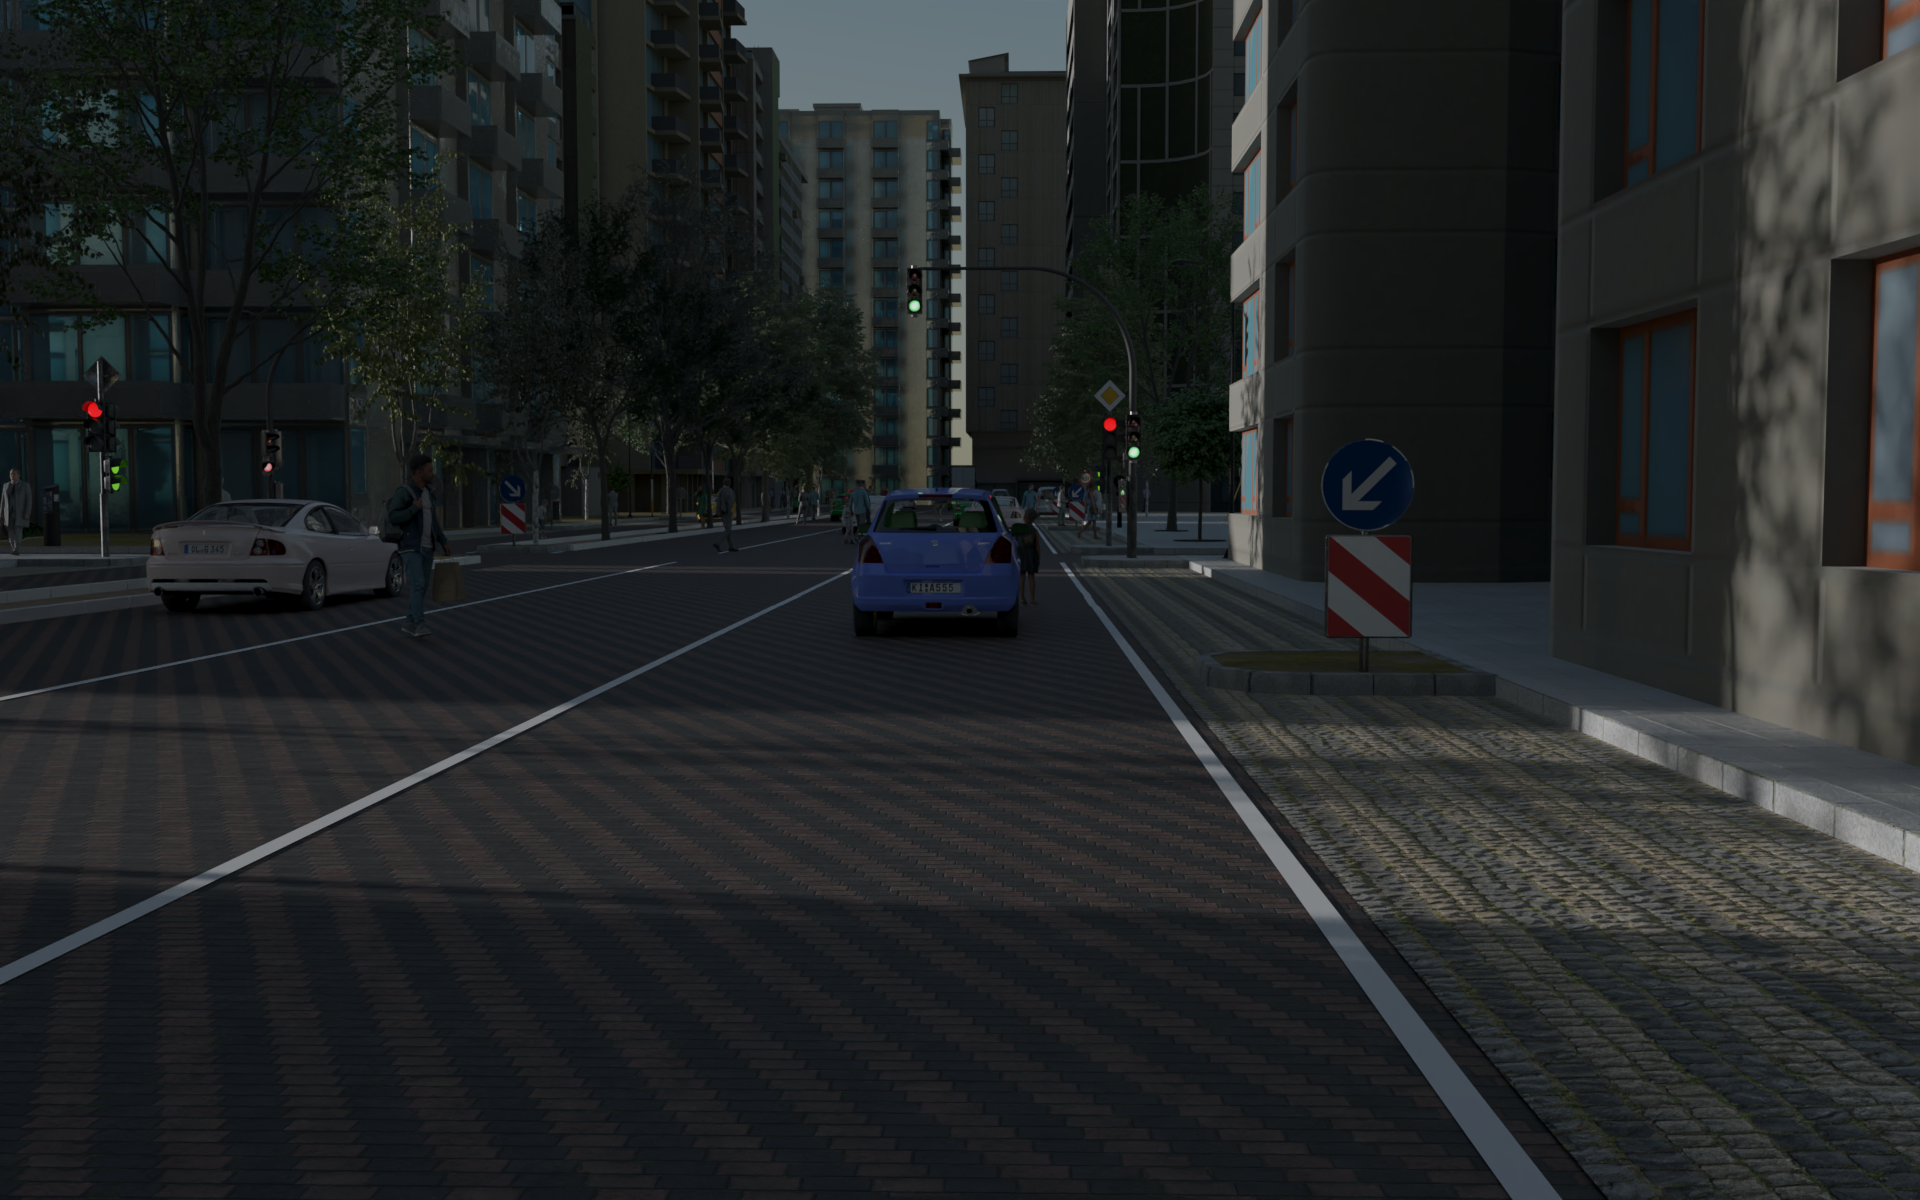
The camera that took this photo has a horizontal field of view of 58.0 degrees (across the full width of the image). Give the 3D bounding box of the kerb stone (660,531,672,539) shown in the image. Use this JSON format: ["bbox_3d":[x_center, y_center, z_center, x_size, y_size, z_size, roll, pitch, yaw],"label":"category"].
[{"bbox_3d":[-9.457,-2.035,55.474,0.120,0.150,1.000,0,4,2],"label":"kerb stone"}]

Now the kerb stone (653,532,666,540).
[{"bbox_3d":[-9.491,-1.970,54.450,0.120,0.150,1.000,0,4,2],"label":"kerb stone"}]

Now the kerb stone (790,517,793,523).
[{"bbox_3d":[-8.550,-3.915,86.207,0.120,0.150,1.000,0,4,2],"label":"kerb stone"}]

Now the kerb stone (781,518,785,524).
[{"bbox_3d":[-8.646,-3.727,83.140,0.120,0.150,1.000,0,4,2],"label":"kerb stone"}]

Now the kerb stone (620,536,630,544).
[{"bbox_3d":[-9.647,-1.655,49.323,0.120,0.150,1.000,0,4,2],"label":"kerb stone"}]

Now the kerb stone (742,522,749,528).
[{"bbox_3d":[-8.981,-3.031,71.867,0.120,0.150,1.000,0,4,2],"label":"kerb stone"}]

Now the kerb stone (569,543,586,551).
[{"bbox_3d":[-9.796,-1.346,44.195,0.120,0.150,1.000,0,4,2],"label":"kerb stone"}]

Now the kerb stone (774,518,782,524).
[{"bbox_3d":[-8.671,-3.664,82.117,0.120,0.150,1.000,0,4,2],"label":"kerb stone"}]

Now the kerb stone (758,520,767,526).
[{"bbox_3d":[-8.826,-3.346,76.994,0.120,0.150,1.000,0,4,2],"label":"kerb stone"}]

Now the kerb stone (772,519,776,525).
[{"bbox_3d":[-8.735,-3.540,80.073,0.120,0.150,1.000,0,4,2],"label":"kerb stone"}]

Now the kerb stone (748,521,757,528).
[{"bbox_3d":[-8.913,-3.164,73.922,0.120,0.150,1.000,0,4,2],"label":"kerb stone"}]

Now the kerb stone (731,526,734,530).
[{"bbox_3d":[-9.098,-2.785,67.775,0.120,0.150,1.000,0,4,2],"label":"kerb stone"}]

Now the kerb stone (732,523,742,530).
[{"bbox_3d":[-9.039,-2.913,69.823,0.120,0.150,1.000,0,4,2],"label":"kerb stone"}]

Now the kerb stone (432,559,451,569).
[{"bbox_3d":[-10.108,-0.691,33.490,0.120,0.150,1.000,0,4,2],"label":"kerb stone"}]

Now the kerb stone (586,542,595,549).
[{"bbox_3d":[-9.765,-1.408,45.217,0.120,0.150,1.000,0,4,2],"label":"kerb stone"}]

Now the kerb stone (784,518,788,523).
[{"bbox_3d":[-8.611,-3.787,84.161,0.120,0.150,1.000,0,4,2],"label":"kerb stone"}]

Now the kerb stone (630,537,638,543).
[{"bbox_3d":[-9.614,-1.714,50.345,0.120,0.150,1.000,0,4,2],"label":"kerb stone"}]

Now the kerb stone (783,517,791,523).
[{"bbox_3d":[-8.577,-3.852,85.183,0.120,0.150,1.000,0,4,2],"label":"kerb stone"}]

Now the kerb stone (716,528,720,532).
[{"bbox_3d":[-9.196,-2.600,64.700,0.120,0.150,1.000,0,4,2],"label":"kerb stone"}]

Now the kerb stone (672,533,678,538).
[{"bbox_3d":[-9.437,-2.096,56.496,0.120,0.150,1.000,0,4,2],"label":"kerb stone"}]

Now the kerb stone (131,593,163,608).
[{"bbox_3d":[-10.441,0.002,22.205,0.120,0.150,1.000,0,4,2],"label":"kerb stone"}]

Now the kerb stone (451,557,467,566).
[{"bbox_3d":[-10.083,-0.753,34.511,0.120,0.150,1.000,0,4,2],"label":"kerb stone"}]

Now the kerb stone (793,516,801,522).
[{"bbox_3d":[-8.465,-4.103,89.280,0.120,0.150,1.000,0,4,2],"label":"kerb stone"}]

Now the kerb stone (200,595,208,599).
[{"bbox_3d":[-10.416,-0.056,23.230,0.120,0.150,1.000,0,4,2],"label":"kerb stone"}]

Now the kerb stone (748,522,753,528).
[{"bbox_3d":[-8.951,-3.100,72.888,0.120,0.150,1.000,0,4,2],"label":"kerb stone"}]

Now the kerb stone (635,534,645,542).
[{"bbox_3d":[-9.592,-1.782,51.367,0.120,0.150,1.000,0,4,2],"label":"kerb stone"}]

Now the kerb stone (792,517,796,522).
[{"bbox_3d":[-8.520,-3.978,87.231,0.120,0.150,1.000,0,4,2],"label":"kerb stone"}]

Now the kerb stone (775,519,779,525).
[{"bbox_3d":[-8.703,-3.602,81.095,0.120,0.150,1.000,0,4,2],"label":"kerb stone"}]

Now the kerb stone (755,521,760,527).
[{"bbox_3d":[-8.885,-3.226,74.947,0.120,0.150,1.000,0,4,2],"label":"kerb stone"}]

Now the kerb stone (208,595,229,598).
[{"bbox_3d":[-10.385,-0.125,24.264,0.120,0.150,1.000,0,4,2],"label":"kerb stone"}]

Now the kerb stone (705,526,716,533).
[{"bbox_3d":[-9.220,-2.537,63.676,0.120,0.150,1.000,0,4,2],"label":"kerb stone"}]

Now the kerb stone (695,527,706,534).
[{"bbox_3d":[-9.279,-2.410,61.620,0.120,0.150,1.000,0,4,2],"label":"kerb stone"}]

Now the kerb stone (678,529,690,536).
[{"bbox_3d":[-9.373,-2.223,58.549,0.120,0.150,1.000,0,4,2],"label":"kerb stone"}]

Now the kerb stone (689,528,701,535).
[{"bbox_3d":[-9.307,-2.349,60.598,0.120,0.150,1.000,0,4,2],"label":"kerb stone"}]

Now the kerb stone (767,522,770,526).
[{"bbox_3d":[-8.793,-3.411,78.025,0.120,0.150,1.000,0,4,2],"label":"kerb stone"}]

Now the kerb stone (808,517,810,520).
[{"bbox_3d":[-8.346,-4.352,93.384,0.120,0.150,1.000,0,4,2],"label":"kerb stone"}]

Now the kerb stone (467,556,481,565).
[{"bbox_3d":[-10.051,-0.816,35.543,0.120,0.150,1.000,0,4,2],"label":"kerb stone"}]

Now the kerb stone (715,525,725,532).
[{"bbox_3d":[-9.153,-2.662,65.721,0.120,0.150,1.000,0,4,2],"label":"kerb stone"}]

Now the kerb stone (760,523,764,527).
[{"bbox_3d":[-8.861,-3.289,75.969,0.120,0.150,1.000,0,4,2],"label":"kerb stone"}]

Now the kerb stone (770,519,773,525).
[{"bbox_3d":[-8.770,-3.477,79.047,0.120,0.150,1.000,0,4,2],"label":"kerb stone"}]

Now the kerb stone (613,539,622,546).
[{"bbox_3d":[-9.678,-1.597,48.301,0.120,0.150,1.000,0,4,2],"label":"kerb stone"}]

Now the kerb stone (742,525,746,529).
[{"bbox_3d":[-9.013,-2.976,70.845,0.120,0.150,1.000,0,4,2],"label":"kerb stone"}]

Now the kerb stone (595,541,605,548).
[{"bbox_3d":[-9.737,-1.463,46.246,0.120,0.150,1.000,0,4,2],"label":"kerb stone"}]

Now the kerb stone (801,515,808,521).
[{"bbox_3d":[-8.374,-4.292,92.362,0.120,0.150,1.000,0,4,2],"label":"kerb stone"}]

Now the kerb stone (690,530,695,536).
[{"bbox_3d":[-9.340,-2.285,59.576,0.120,0.150,1.000,0,4,2],"label":"kerb stone"}]

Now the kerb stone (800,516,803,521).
[{"bbox_3d":[-8.436,-4.166,90.301,0.120,0.150,1.000,0,4,2],"label":"kerb stone"}]

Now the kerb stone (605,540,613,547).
[{"bbox_3d":[-9.704,-1.534,47.273,0.120,0.150,1.000,0,4,2],"label":"kerb stone"}]

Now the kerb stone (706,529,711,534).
[{"bbox_3d":[-9.248,-2.475,62.654,0.120,0.150,1.000,0,4,2],"label":"kerb stone"}]

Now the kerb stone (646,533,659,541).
[{"bbox_3d":[-9.524,-1.907,53.428,0.120,0.150,1.000,0,4,2],"label":"kerb stone"}]

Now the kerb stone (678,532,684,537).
[{"bbox_3d":[-9.406,-2.155,57.528,0.120,0.150,1.000,0,4,2],"label":"kerb stone"}]

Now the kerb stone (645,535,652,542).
[{"bbox_3d":[-9.547,-1.847,52.401,0.120,0.150,1.000,0,4,2],"label":"kerb stone"}]
